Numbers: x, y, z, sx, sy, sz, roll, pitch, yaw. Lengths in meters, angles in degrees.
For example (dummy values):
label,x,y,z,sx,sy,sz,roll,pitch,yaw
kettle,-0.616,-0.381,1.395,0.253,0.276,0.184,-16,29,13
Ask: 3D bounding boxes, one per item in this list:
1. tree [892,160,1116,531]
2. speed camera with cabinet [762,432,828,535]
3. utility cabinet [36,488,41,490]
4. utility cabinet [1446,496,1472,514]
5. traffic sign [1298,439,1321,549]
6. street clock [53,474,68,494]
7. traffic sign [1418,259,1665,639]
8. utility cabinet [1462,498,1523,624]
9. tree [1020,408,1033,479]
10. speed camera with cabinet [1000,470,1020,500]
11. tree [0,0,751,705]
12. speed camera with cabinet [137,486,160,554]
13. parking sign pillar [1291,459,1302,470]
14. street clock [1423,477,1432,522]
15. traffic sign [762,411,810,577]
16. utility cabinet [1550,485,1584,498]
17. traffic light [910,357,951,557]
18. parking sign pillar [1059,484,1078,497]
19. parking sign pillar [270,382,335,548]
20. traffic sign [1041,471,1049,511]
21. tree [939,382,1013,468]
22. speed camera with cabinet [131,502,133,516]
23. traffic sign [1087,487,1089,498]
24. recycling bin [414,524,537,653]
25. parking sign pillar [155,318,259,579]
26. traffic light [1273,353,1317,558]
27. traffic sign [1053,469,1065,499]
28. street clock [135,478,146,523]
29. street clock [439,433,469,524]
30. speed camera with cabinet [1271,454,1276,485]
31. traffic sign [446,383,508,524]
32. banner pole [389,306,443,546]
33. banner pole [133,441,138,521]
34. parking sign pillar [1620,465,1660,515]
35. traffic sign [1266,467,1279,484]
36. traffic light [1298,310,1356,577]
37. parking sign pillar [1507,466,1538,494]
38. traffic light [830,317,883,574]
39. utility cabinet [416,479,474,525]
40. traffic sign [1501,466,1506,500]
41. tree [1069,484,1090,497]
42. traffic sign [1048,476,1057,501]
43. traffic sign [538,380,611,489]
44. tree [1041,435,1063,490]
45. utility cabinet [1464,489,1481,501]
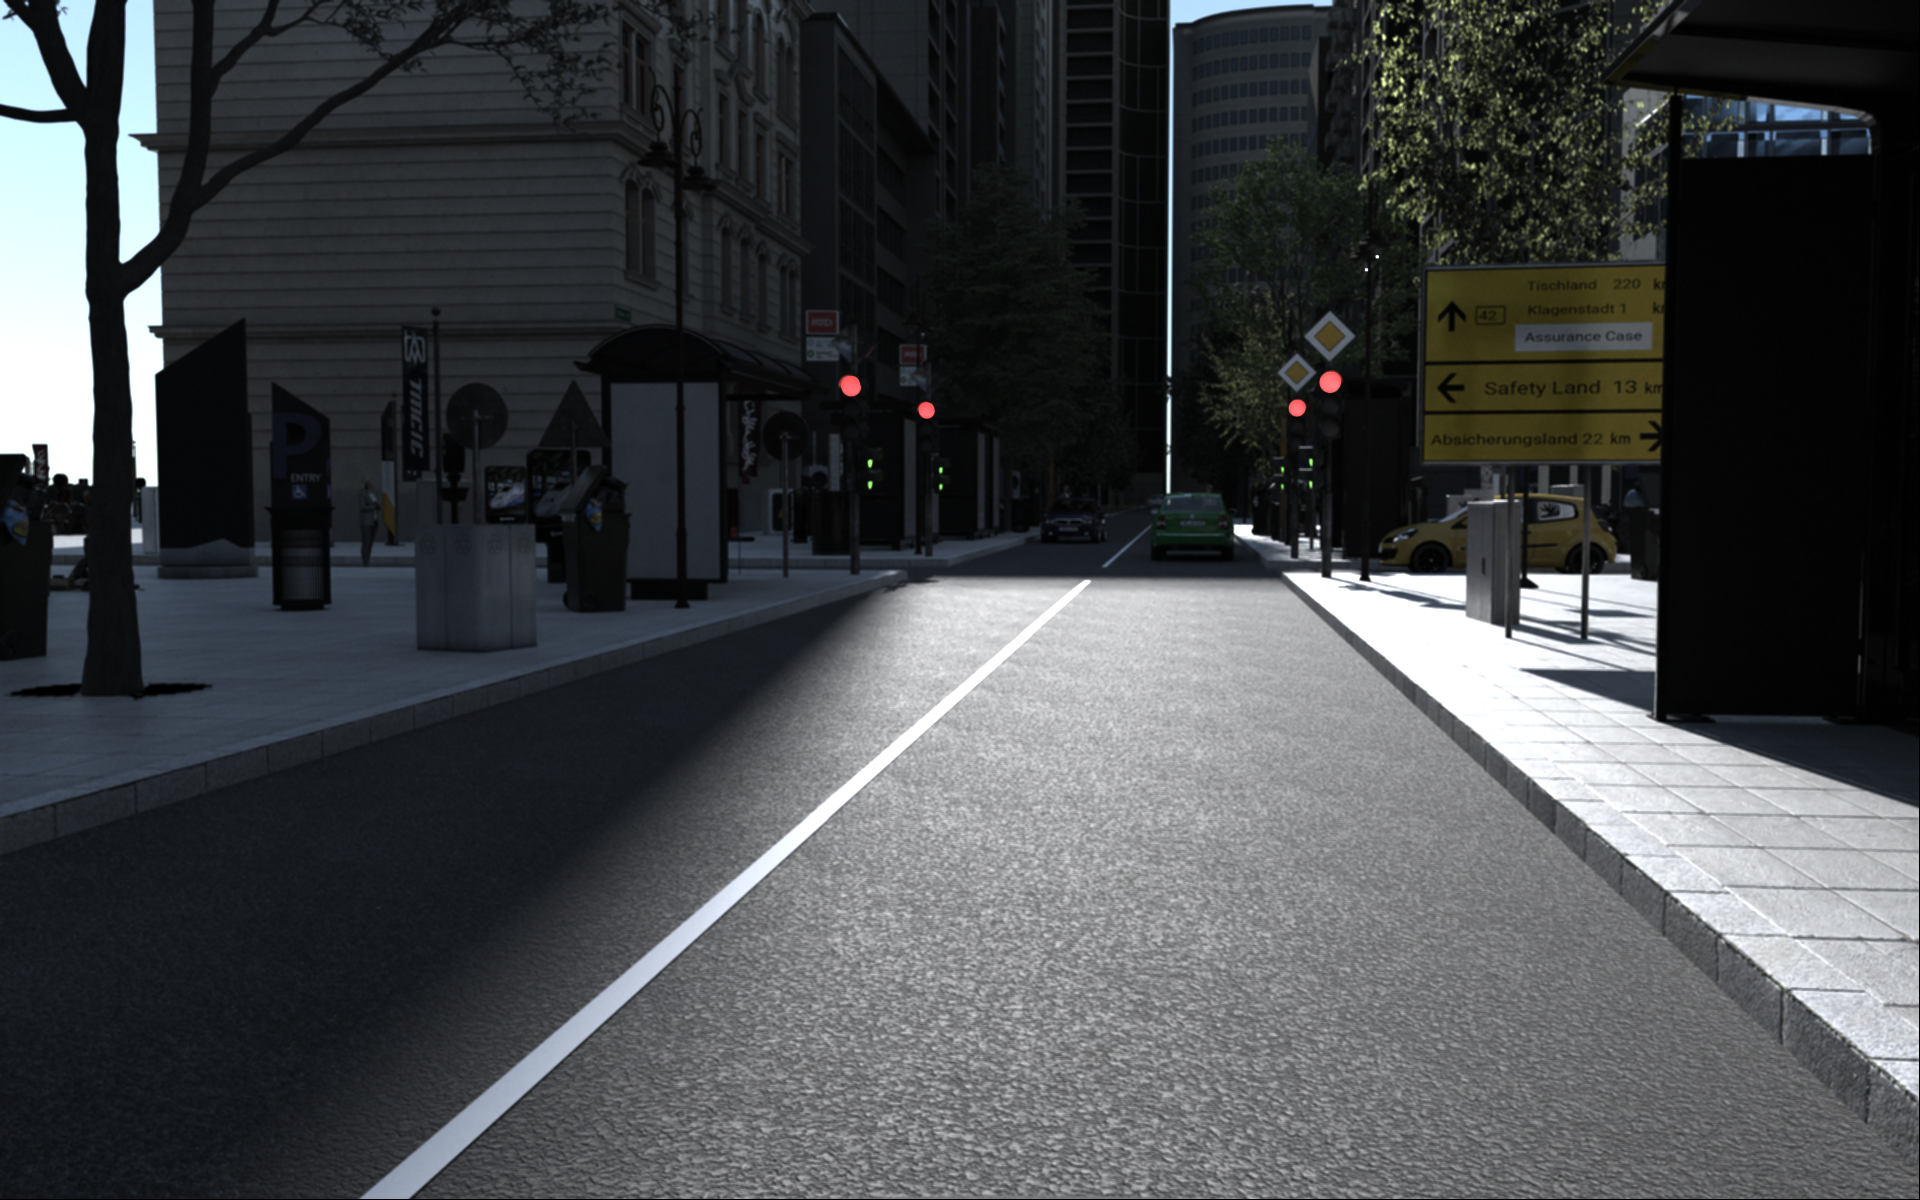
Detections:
label,x,y,z,sx,sy,sz,roll,pitch,yaw
tree,1.540,-8.671,59.896,7.486,12.596,7.792,0,3,0
speed camera with cabinet,-5.155,-3.675,54.424,2.038,3.252,0.660,-2,4,-25
utility cabinet,-36.600,-3.631,68.043,1.173,1.500,0.318,2,4,30
utility cabinet,21.333,-3.844,74.007,1.020,1.237,0.306,0,4,-3
traffic sign,8.190,-2.456,40.269,0.768,2.556,0.104,1,4,12
street clock,-31.737,-3.461,61.157,0.471,2.002,0.358,1,4,15
traffic sign,5.217,-1.311,15.304,2.265,3.308,0.079,1,4,11
utility cabinet,5.382,-0.389,17.517,0.306,1.237,1.020,0,4,2
tree,2.144,-9.160,100.125,4.360,8.622,3.978,0,3,0
speed camera with cabinet,1.290,-4.411,66.455,2.038,3.252,0.660,-2,4,-28
tree,-5.365,-6.147,10.871,12.009,13.543,11.850,0,3,0
speed camera with cabinet,-16.698,-2.652,37.703,0.660,3.252,2.038,3,4,39
parking sign pillar,19.823,-6.948,102.072,1.447,3.967,1.447,1,4,23
street clock,19.277,-4.111,71.784,0.471,2.002,0.358,0,4,0
traffic sign,-2.686,-1.622,26.620,0.768,2.556,0.104,1,4,12
utility cabinet,14.375,-1.981,41.070,0.318,1.500,1.173,0,4,-7
traffic light,-0.623,-2.848,35.487,0.839,4.253,0.868,0,4,7
parking sign pillar,6.190,-6.792,99.514,1.447,3.967,1.447,-3,5,-41
parking sign pillar,-15.806,-3.245,41.521,1.447,3.967,1.447,0,4,-6
traffic sign,4.854,-5.857,95.761,0.884,2.594,0.081,1,4,9
tree,0.688,-8.483,89.066,4.360,8.622,3.978,0,3,0
speed camera with cabinet,-49.244,-6.667,103.349,0.660,3.252,2.038,-3,4,-39
traffic sign,7.018,-5.802,94.972,0.768,2.556,0.104,1,4,14
recycling bin,-4.027,-0.114,14.425,0.722,1.027,0.722,2,4,26
parking sign pillar,-11.609,-2.334,26.634,1.447,3.967,1.447,-1,4,-12
traffic light,6.678,-2.791,34.549,0.839,4.253,0.868,0,4,7
traffic sign,5.012,-5.423,88.770,0.768,2.556,0.104,1,4,12
street clock,-36.199,-4.404,76.571,0.358,2.002,0.471,0,4,6
street clock,-5.993,-0.977,20.537,0.358,2.002,0.471,-1,4,-21
speed camera with cabinet,15.041,-5.339,81.633,0.660,3.252,2.038,0,4,7
traffic sign,-5.536,-1.206,19.832,0.768,2.556,0.104,1,4,11
banner pole,-7.091,-2.017,22.988,0.401,3.779,0.863,2,4,27
banner pole,-39.018,-5.593,81.457,0.863,3.779,0.401,-3,5,-40
parking sign pillar,16.252,-3.198,40.758,1.447,3.967,1.447,1,4,20
traffic sign,14.115,-4.757,77.883,0.768,2.556,0.104,1,4,17
traffic light,5.640,-2.306,26.631,0.839,4.253,0.868,0,4,7
parking sign pillar,25.405,-5.395,76.688,1.447,3.967,1.447,-3,4,-36
traffic light,-1.661,-2.364,27.569,0.839,4.253,0.868,0,4,7
utility cabinet,-7.464,-1.016,25.284,0.318,1.500,1.173,1,4,14
traffic sign,6.994,-1.235,22.317,0.606,2.300,0.079,1,4,12
tree,6.825,-6.247,96.740,1.663,3.219,1.824,0,3,0
traffic sign,5.216,-5.817,95.207,0.768,2.556,0.104,1,4,17
traffic sign,-4.420,-1.213,19.840,0.884,2.594,0.081,1,4,11
tree,4.655,-9.489,105.500,4.360,8.622,3.978,0,3,0
utility cabinet,22.680,-4.106,75.816,1.173,1.500,0.318,2,4,29
